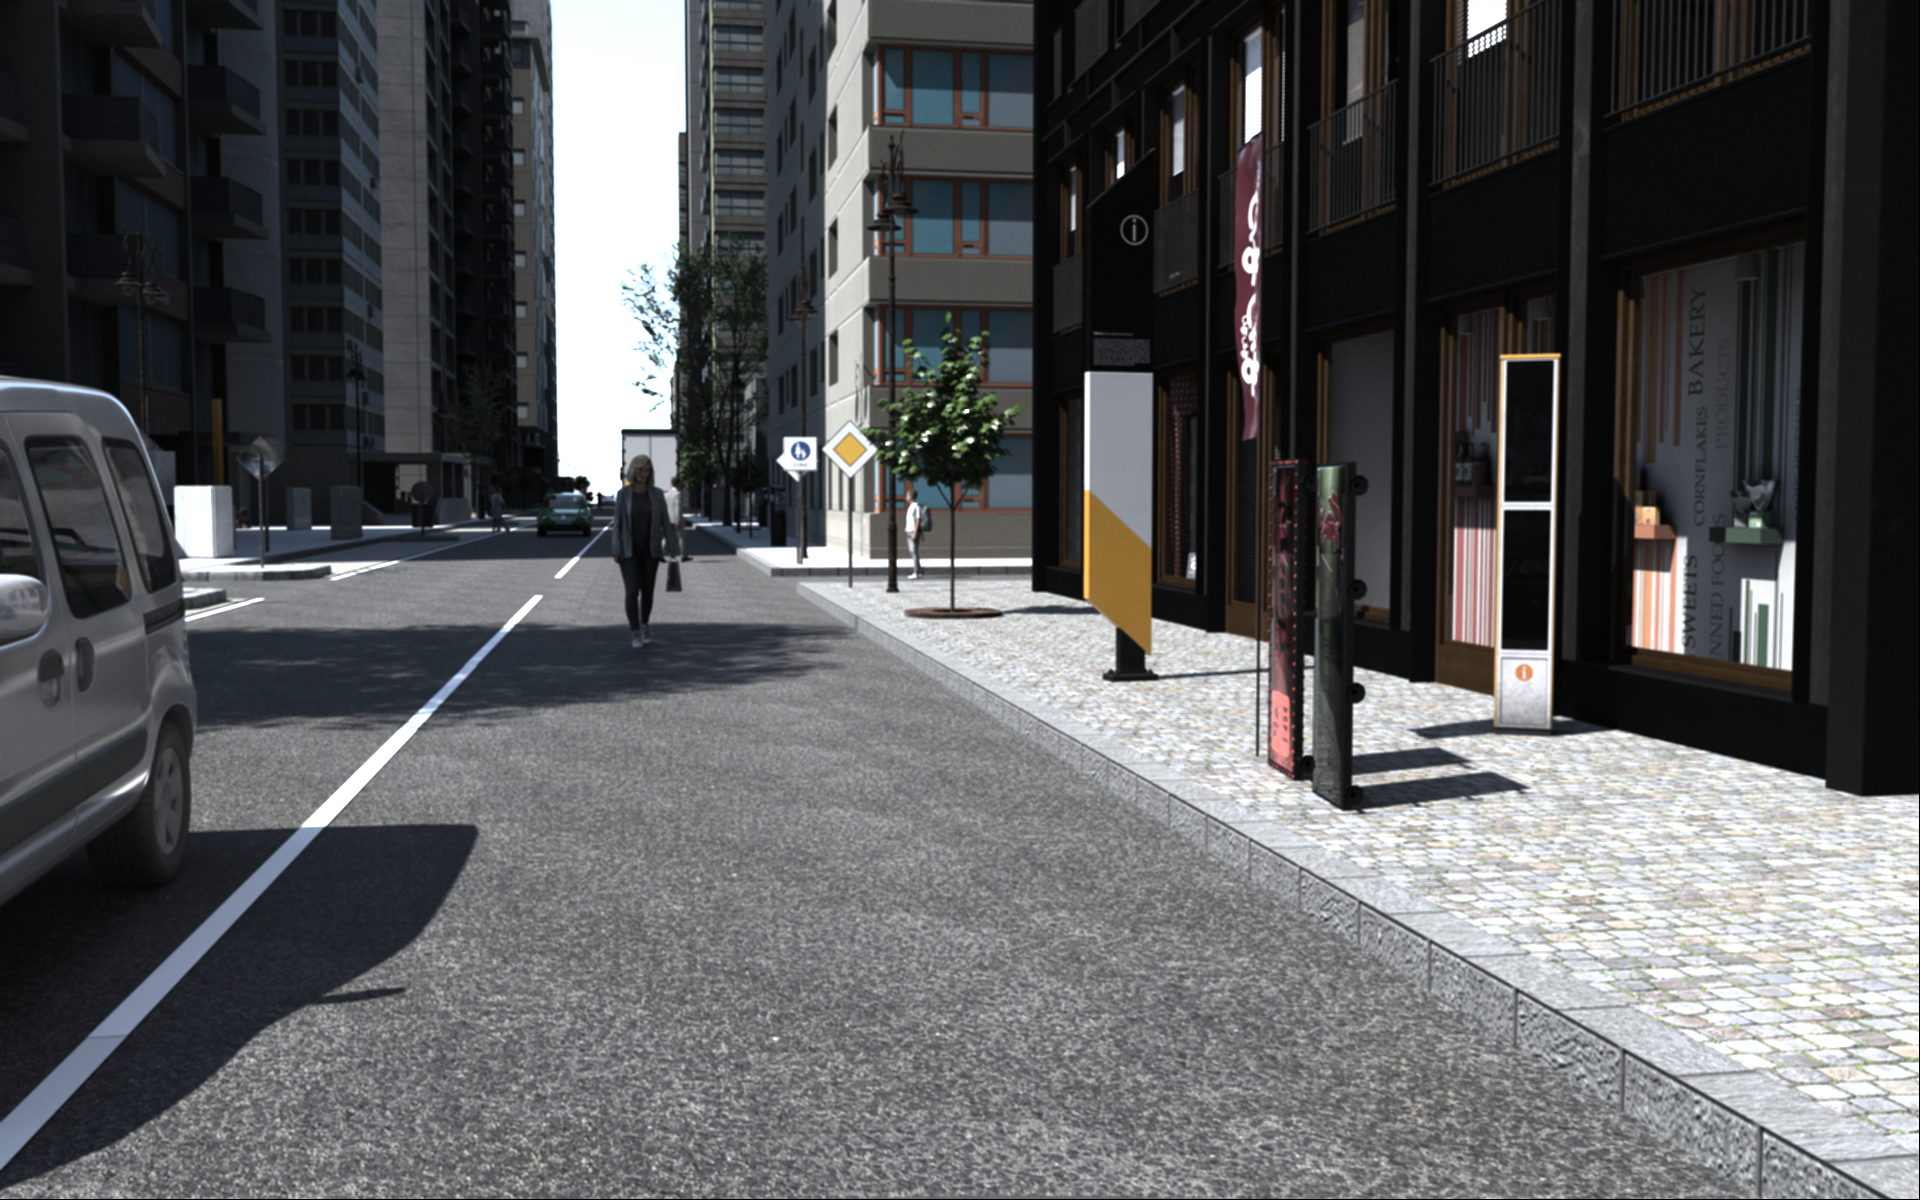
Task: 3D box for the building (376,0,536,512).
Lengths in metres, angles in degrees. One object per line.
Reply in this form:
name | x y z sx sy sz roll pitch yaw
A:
building | -49.621 -44.093 159.179 20.563 71.187 20.611 -1 4 -10

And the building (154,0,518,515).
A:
building | -46.715 -29.406 135.411 22.147 44.769 28.867 -1 4 -10

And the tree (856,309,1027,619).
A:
tree | -0.078 -1.452 18.344 1.663 3.219 1.824 0 3 0

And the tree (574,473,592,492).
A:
tree | -57.001 -16.952 260.873 4.285 4.588 4.351 0 3 0

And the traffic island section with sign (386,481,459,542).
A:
traffic island section with sign | -16.254 -2.680 52.443 1.989 1.847 2.006 -1 4 -10

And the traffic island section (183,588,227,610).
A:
traffic island section | -10.619 0.013 22.068 2.009 0.180 2.903 -1 4 -10

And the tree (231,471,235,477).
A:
tree | -26.325 -4.060 60.983 1.663 3.219 1.824 0 3 0

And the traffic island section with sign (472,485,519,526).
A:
traffic island section with sign | -21.157 -4.301 78.950 1.989 1.847 2.006 -1 4 -10

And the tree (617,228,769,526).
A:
tree | -9.483 -8.779 69.298 9.928 11.665 9.643 0 3 0

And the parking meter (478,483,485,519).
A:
parking meter | -24.347 -5.039 88.105 0.255 1.863 0.399 -2 4 -33

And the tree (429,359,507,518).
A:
tree | -26.428 -8.800 94.245 4.737 8.622 4.395 0 3 0

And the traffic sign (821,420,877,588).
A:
traffic sign | -1.503 -1.225 23.666 0.795 2.450 0.064 -1 4 -10

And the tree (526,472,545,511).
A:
tree | -32.981 -8.388 131.740 1.663 3.219 1.824 0 3 0

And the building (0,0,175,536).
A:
building | -29.758 -23.610 40.650 22.147 44.769 28.867 -1 4 -10

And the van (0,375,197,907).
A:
van | -3.460 0.130 4.888 2.013 2.044 4.112 -1 4 -11

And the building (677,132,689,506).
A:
building | -25.279 -31.555 199.522 14.154 41.232 14.086 -1 4 -10

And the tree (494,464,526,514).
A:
tree | -29.840 -7.280 113.635 1.663 3.219 1.824 0 3 0

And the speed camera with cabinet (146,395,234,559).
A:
speed camera with cabinet | -15.624 -2.471 34.743 2.038 3.252 0.660 1 4 17

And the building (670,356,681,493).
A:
building | -22.505 -23.083 222.449 27.650 21.520 28.899 -1 4 -10

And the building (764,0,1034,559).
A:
building | 9.936 -12.504 49.483 28.899 21.520 27.650 -1 4 -10

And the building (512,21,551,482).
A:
building | -61.336 -37.139 196.464 28.713 52.752 27.495 -1 4 -10

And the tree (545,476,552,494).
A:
tree | -42.604 -11.217 178.000 1.663 3.219 1.824 0 3 0

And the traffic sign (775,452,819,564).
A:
traffic sign | -2.956 -1.705 31.518 0.795 2.450 0.064 -1 4 -10

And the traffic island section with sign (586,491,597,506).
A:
traffic island section with sign | -50.201 -13.907 235.999 1.989 1.847 2.006 -1 4 -10

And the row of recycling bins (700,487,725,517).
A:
row of recycling bins | -13.602 -5.470 96.548 1.069 1.692 3.534 -2 4 -24

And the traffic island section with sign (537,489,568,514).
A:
traffic island section with sign | -30.267 -7.313 128.195 1.989 1.847 2.006 -1 4 -10

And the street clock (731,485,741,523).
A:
street clock | -9.879 -4.407 76.632 0.471 2.002 0.358 1 4 23

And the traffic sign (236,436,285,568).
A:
traffic sign | -12.050 -1.604 29.863 0.795 2.450 0.064 -1 4 -10

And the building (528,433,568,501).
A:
building | -67.125 -32.436 222.208 32.217 40.220 23.993 -1 4 -10

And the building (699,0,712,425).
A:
building | -9.162 -31.722 138.261 23.786 49.044 30.456 -1 4 -10

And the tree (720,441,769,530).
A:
tree | -7.537 -4.142 62.322 1.663 3.219 1.824 0 3 0

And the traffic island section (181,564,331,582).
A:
traffic island section | -12.072 -0.467 29.921 2.009 0.180 2.903 -1 4 -10

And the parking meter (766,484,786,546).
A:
parking meter | -4.492 -2.105 42.834 0.372 1.533 0.369 0 3 0

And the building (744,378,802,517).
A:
building | 0.540 -47.605 91.005 22.319 86.520 31.000 -1 4 -10

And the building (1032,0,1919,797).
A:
building | 8.433 -11.365 15.501 12.332 23.373 15.834 -1 4 -10

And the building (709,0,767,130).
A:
building | -9.601 -26.409 115.376 14.154 41.232 14.086 -1 4 -10

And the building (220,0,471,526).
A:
building | -38.591 -23.378 74.107 32.217 40.220 23.993 -1 4 -10

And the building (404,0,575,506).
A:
building | -65.465 -49.300 244.311 20.563 71.187 20.611 -1 4 -10

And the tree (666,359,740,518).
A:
tree | -13.700 -8.657 91.907 4.737 8.622 4.395 0 3 0

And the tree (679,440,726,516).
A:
tree | -15.018 -7.168 100.906 4.285 4.588 4.351 0 3 0

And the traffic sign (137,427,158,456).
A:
traffic sign | -10.598 -1.123 22.011 0.795 2.450 0.064 -1 4 -10

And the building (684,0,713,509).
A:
building | -15.718 -38.198 166.538 21.231 58.520 28.212 -1 4 -10

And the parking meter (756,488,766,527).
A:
parking meter | -7.671 -3.620 67.596 0.372 1.533 0.369 0 3 0
